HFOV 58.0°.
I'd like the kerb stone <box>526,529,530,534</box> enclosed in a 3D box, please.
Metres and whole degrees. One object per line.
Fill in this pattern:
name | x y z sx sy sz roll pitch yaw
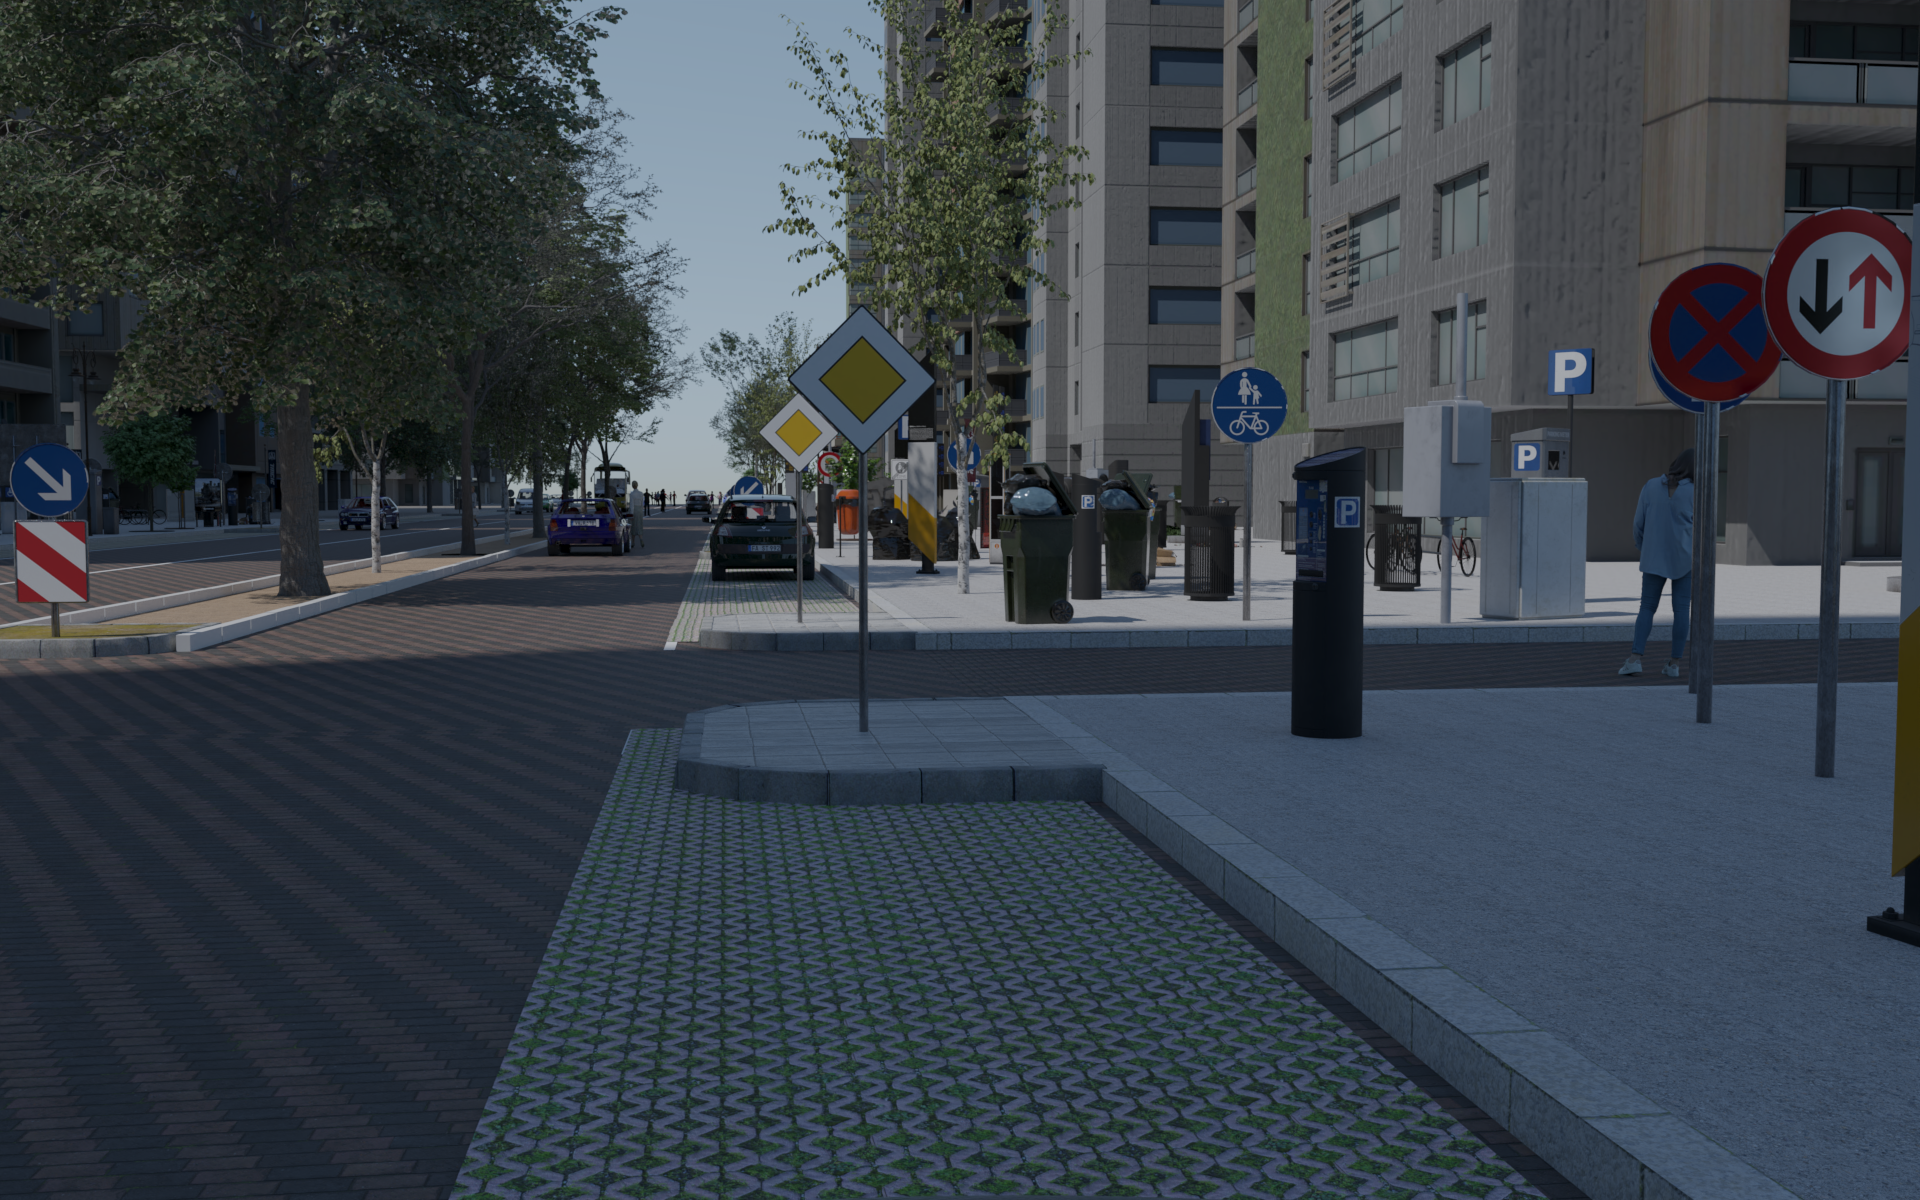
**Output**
kerb stone | -15.279 -2.352 60.651 0.120 0.150 1.000 0 4 -8

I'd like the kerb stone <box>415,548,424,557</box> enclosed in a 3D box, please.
kerb stone | -12.381 -1.042 39.317 0.120 0.150 1.000 0 4 -8

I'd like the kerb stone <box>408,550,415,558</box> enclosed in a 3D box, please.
kerb stone | -12.251 -0.985 38.303 0.120 0.150 1.000 0 4 -8

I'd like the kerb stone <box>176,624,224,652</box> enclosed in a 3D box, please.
kerb stone | -7.132 0.364 16.244 0.120 0.150 1.000 0 4 -8

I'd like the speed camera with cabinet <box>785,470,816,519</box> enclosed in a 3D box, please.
speed camera with cabinet | -8.010 -5.701 87.554 0.660 3.252 2.038 -2 4 -33

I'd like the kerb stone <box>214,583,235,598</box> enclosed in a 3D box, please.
kerb stone | -10.322 -0.108 24.084 0.120 0.150 1.000 0 4 -8

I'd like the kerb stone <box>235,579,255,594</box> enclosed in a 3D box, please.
kerb stone | -10.459 -0.174 25.097 0.120 0.150 1.000 0 4 -8

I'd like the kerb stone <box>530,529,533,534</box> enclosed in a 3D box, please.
kerb stone | -15.422 -2.414 61.662 0.120 0.150 1.000 0 4 -8

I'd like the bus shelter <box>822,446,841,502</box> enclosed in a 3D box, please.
bus shelter | -6.206 -5.844 86.838 1.731 3.624 6.357 0 4 -8

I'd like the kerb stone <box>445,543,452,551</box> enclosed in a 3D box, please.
kerb stone | -12.934 -1.293 43.373 0.120 0.150 1.000 0 4 -8

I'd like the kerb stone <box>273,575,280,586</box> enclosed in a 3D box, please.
kerb stone | -10.736 -0.301 27.122 0.120 0.150 1.000 0 4 -8

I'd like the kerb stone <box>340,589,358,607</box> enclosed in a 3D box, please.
kerb stone | -7.960 -0.008 22.333 0.120 0.150 1.000 0 4 -8

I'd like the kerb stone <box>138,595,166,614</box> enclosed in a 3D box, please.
kerb stone | -9.898 0.071 21.037 0.120 0.150 1.000 0 4 -8

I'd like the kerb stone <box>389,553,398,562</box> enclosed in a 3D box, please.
kerb stone | -11.974 -0.853 36.264 0.120 0.150 1.000 0 4 -8

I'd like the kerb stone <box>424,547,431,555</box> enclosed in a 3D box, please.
kerb stone | -12.522 -1.109 40.335 0.120 0.150 1.000 0 4 -8

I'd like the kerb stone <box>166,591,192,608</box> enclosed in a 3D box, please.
kerb stone | -10.035 0.009 22.054 0.120 0.150 1.000 0 4 -8

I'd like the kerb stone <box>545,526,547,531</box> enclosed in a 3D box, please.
kerb stone | -16.529 -2.904 69.793 0.120 0.150 1.000 0 4 -8

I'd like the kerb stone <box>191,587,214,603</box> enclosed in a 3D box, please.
kerb stone | -10.176 -0.052 23.072 0.120 0.150 1.000 0 4 -8

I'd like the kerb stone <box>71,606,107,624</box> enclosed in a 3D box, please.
kerb stone | -9.628 0.195 19.001 0.120 0.150 1.000 0 4 -8

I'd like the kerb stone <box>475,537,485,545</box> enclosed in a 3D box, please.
kerb stone | -13.760 -1.669 49.477 0.120 0.150 1.000 0 4 -8

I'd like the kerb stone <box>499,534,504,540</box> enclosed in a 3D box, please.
kerb stone | -14.314 -1.914 53.540 0.120 0.150 1.000 0 4 -8

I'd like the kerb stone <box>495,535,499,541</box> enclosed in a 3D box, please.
kerb stone | -14.180 -1.855 52.527 0.120 0.150 1.000 0 4 -8

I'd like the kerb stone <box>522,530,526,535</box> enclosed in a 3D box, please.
kerb stone | -15.144 -2.285 59.638 0.120 0.150 1.000 0 4 -8

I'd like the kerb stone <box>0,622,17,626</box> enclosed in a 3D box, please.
kerb stone | -9.345 0.322 16.974 0.120 0.150 1.000 0 4 -8

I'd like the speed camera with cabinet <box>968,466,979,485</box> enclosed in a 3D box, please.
speed camera with cabinet | 0.468 -4.656 70.466 0.660 3.252 2.038 0 4 2

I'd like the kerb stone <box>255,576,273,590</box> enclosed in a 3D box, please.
kerb stone | -10.591 -0.236 26.110 0.120 0.150 1.000 0 4 -8

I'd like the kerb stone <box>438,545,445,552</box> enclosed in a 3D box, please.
kerb stone | -12.804 -1.233 42.360 0.120 0.150 1.000 0 4 -8

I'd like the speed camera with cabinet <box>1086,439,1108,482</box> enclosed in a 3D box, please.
speed camera with cabinet | 4.459 -4.110 61.542 0.660 3.252 2.038 3 5 44

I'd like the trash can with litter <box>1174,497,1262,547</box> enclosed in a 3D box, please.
trash can with litter | 6.172 -1.907 42.237 1.678 1.210 2.233 -2 4 -34

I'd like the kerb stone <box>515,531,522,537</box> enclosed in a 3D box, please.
kerb stone | -15.014 -2.228 58.620 0.120 0.150 1.000 0 4 -8

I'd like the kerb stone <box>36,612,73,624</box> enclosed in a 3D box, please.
kerb stone | -9.496 0.260 17.988 0.120 0.150 1.000 0 4 -8

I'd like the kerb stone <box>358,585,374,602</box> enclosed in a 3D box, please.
kerb stone | -8.096 -0.071 23.361 0.120 0.150 1.000 0 4 -8

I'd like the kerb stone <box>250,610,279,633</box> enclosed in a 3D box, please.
kerb stone | -7.406 0.243 18.274 0.120 0.150 1.000 0 4 -8

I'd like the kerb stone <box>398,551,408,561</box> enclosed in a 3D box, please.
kerb stone | -12.098 -0.923 37.281 0.120 0.150 1.000 0 4 -8

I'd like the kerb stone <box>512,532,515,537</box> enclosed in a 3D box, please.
kerb stone | -14.736 -2.104 56.588 0.120 0.150 1.000 0 4 -8

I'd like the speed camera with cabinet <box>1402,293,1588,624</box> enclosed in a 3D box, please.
speed camera with cabinet | 5.466 -1.425 17.635 2.038 3.252 0.660 -2 4 -28

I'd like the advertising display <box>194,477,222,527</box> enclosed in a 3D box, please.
advertising display | -29.166 -3.790 67.184 0.974 1.923 0.123 -1 4 -17

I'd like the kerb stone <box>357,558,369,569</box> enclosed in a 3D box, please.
kerb stone | -11.549 -0.674 33.222 0.120 0.150 1.000 0 4 -8

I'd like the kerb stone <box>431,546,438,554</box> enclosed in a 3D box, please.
kerb stone | -12.658 -1.170 41.348 0.120 0.150 1.000 0 4 -8

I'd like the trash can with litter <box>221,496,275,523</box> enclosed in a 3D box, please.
trash can with litter | -32.034 -4.072 77.642 2.233 1.210 1.678 1 4 18

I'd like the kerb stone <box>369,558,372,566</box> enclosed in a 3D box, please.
kerb stone | -11.701 -0.733 34.236 0.120 0.150 1.000 0 4 -8

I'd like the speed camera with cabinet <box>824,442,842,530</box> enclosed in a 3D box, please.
speed camera with cabinet | -4.248 -4.190 62.848 0.660 3.252 2.038 -2 4 -29

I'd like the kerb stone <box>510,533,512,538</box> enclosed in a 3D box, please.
kerb stone | -14.591 -2.041 55.570 0.120 0.150 1.000 0 4 -8

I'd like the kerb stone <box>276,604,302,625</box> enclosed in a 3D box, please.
kerb stone | -7.545 0.178 19.286 0.120 0.150 1.000 0 4 -8

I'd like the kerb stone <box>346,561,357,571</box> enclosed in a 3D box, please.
kerb stone | -11.423 -0.612 32.206 0.120 0.150 1.000 0 4 -8

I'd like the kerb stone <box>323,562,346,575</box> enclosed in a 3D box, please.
kerb stone | -11.285 -0.548 31.192 0.120 0.150 1.000 0 4 -8

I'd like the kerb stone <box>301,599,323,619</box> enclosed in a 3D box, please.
kerb stone | -7.677 0.120 20.300 0.120 0.150 1.000 0 4 -8

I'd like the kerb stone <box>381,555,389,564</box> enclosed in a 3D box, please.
kerb stone | -11.833 -0.798 35.249 0.120 0.150 1.000 0 4 -8

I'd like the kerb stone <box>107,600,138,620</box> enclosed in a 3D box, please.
kerb stone | -9.765 0.133 20.018 0.120 0.150 1.000 0 4 -8

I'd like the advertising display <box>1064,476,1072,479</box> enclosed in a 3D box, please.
advertising display | 3.717 -3.534 62.999 0.974 1.923 0.123 0 4 0

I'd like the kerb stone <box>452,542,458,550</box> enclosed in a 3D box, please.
kerb stone | -13.074 -1.350 44.395 0.120 0.150 1.000 0 4 -8

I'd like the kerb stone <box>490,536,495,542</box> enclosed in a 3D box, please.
kerb stone | -14.044 -1.793 51.514 0.120 0.150 1.000 0 4 -8

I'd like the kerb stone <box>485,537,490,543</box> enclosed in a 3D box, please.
kerb stone | -13.898 -1.731 50.489 0.120 0.150 1.000 0 4 -8

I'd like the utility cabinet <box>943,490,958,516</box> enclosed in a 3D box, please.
utility cabinet | -0.289 -4.925 89.208 1.173 1.500 0.318 3 4 36

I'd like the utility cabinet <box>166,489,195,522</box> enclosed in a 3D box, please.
utility cabinet | -35.892 -4.348 79.775 1.173 1.500 0.318 -2 4 -33

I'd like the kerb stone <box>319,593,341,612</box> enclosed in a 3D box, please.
kerb stone | -7.819 0.055 21.320 0.120 0.150 1.000 0 4 -8

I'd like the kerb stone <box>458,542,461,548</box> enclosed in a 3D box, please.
kerb stone | -13.206 -1.420 45.408 0.120 0.150 1.000 0 4 -8

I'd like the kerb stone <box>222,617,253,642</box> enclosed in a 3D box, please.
kerb stone | -7.267 0.304 17.257 0.120 0.150 1.000 0 4 -8
